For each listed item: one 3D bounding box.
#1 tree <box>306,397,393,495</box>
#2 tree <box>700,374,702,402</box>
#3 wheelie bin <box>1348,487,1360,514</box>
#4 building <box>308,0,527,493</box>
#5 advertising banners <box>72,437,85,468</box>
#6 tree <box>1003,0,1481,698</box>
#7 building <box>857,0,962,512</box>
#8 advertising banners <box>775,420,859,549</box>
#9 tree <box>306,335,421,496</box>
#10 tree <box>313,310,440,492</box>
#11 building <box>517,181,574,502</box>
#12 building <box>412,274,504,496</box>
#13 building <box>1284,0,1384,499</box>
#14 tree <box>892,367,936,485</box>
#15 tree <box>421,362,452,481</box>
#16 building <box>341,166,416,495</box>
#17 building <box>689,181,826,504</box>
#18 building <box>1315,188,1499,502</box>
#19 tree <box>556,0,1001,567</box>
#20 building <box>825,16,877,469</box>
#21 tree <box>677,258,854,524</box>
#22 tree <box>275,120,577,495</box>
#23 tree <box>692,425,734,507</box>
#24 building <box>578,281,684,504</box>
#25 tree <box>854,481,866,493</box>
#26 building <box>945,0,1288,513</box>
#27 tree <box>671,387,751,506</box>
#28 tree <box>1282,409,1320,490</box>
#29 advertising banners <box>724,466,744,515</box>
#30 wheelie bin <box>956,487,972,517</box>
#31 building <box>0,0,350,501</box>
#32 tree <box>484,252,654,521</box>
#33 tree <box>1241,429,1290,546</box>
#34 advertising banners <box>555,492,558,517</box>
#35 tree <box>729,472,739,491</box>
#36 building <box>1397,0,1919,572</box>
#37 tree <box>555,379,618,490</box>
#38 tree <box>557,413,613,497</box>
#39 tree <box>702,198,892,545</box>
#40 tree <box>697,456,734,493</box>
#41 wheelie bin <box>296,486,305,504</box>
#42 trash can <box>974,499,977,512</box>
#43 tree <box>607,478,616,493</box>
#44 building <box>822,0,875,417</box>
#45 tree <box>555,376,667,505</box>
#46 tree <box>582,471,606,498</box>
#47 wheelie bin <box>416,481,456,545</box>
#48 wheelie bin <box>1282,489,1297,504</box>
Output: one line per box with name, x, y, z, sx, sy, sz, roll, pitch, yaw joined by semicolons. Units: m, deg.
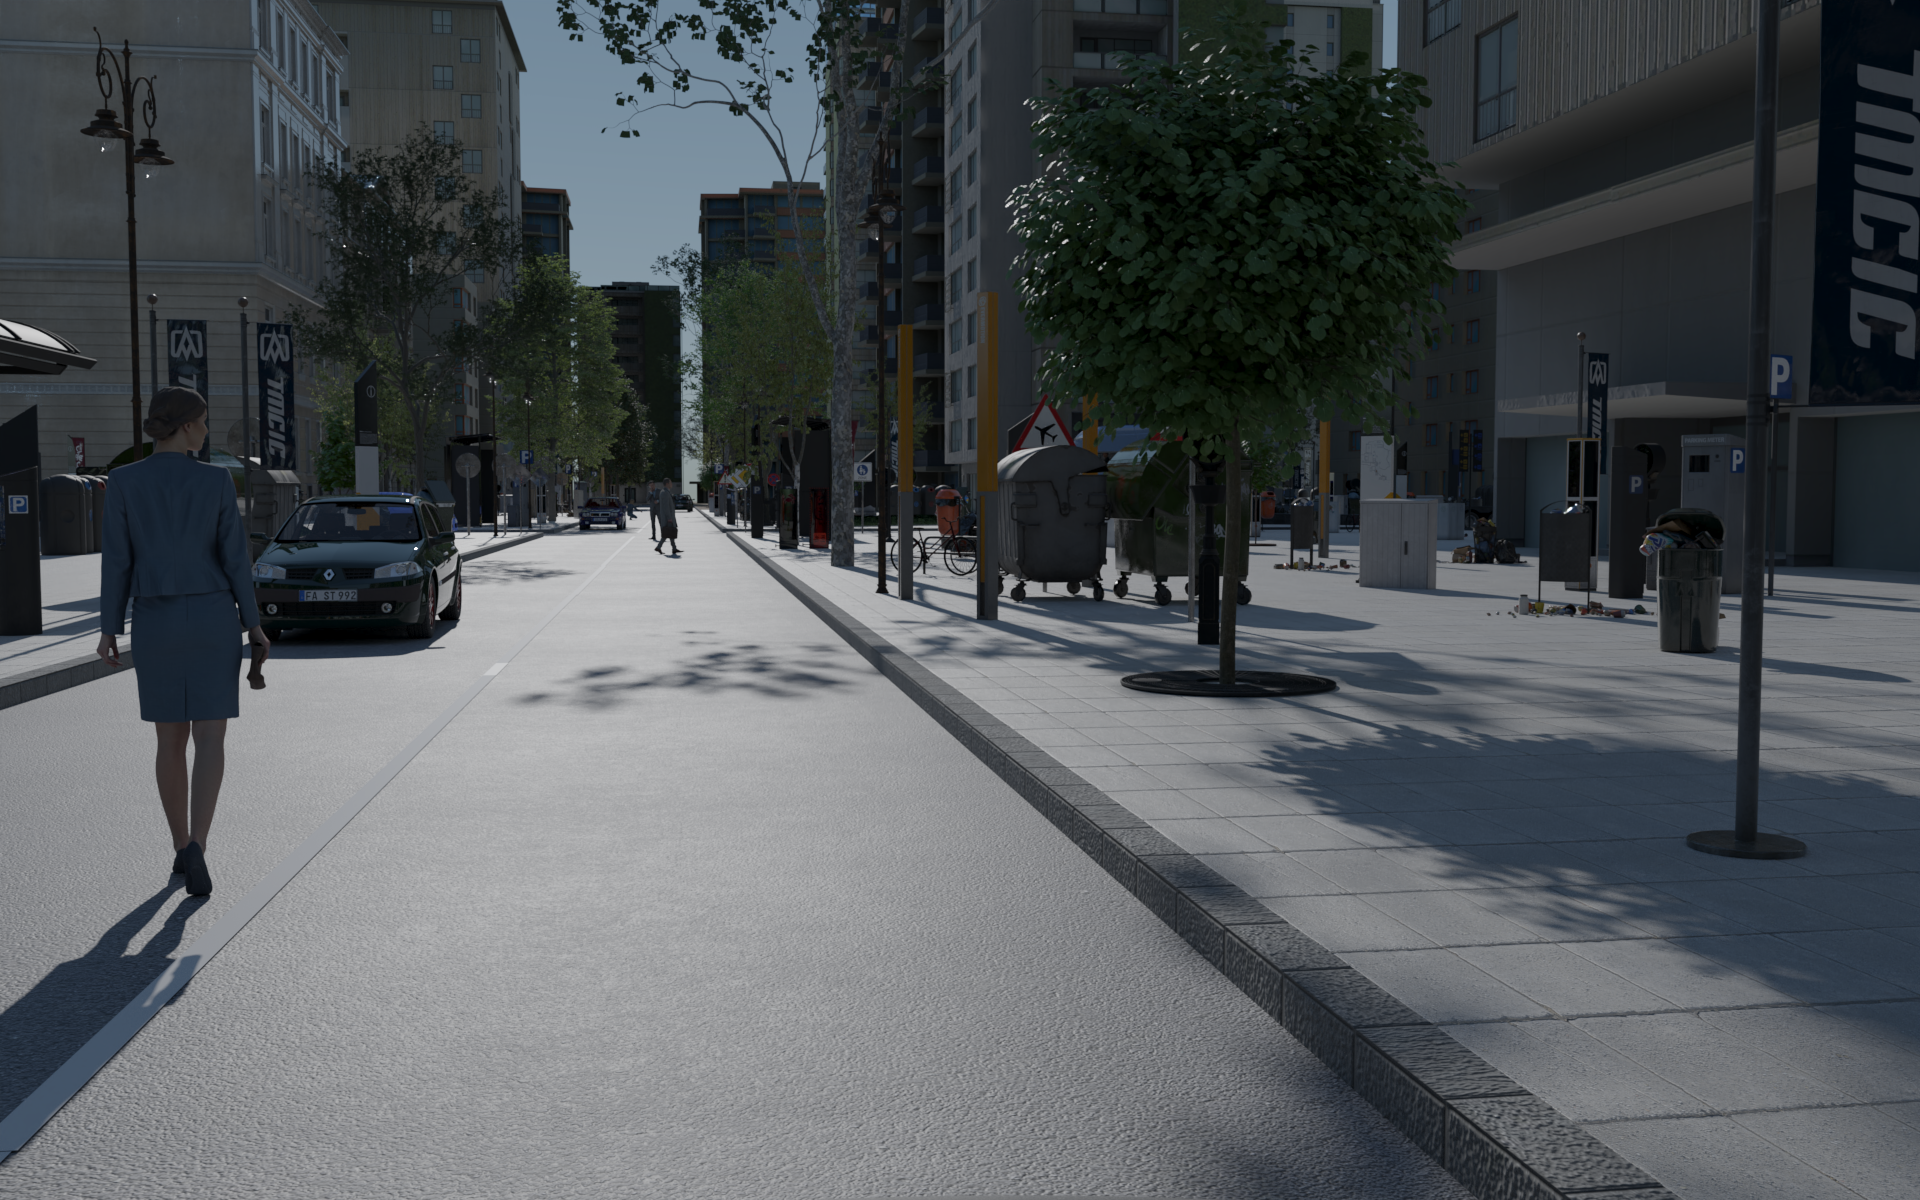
tree;-12.391;-2.442;34.535;1.663;3.219;1.824;0;3;0
tree;-11.123;-8.360;87.054;4.737;8.622;4.395;0;3;0
wheelie bin;17.183;-4.107;75.052;0.693;1.594;0.980;1;4;16
building;-60.988;-36.381;184.065;27.495;52.752;28.713;-1;4;-9
advertising banners;-26.912;-3.540;54.064;0.090;3.025;2.074;1;4;15
tree;1.755;-1.694;11.410;4.285;4.588;4.351;0;3;0
building;4.548;-28.383;118.693;22.147;44.769;28.867;-1;4;-9
advertising banners;-3.339;-2.717;40.610;2.074;3.025;0.090;-2;4;-24
tree;-27.217;-7.852;78.743;4.360;8.622;3.978;0;3;0
tree;-21.843;-6.989;64.634;4.737;8.622;4.395;0;3;0
building;-67.971;-35.653;237.548;28.867;44.769;22.147;-1;4;-9
building;-54.908;-18.567;148.616;27.650;21.520;28.899;-1;4;-9
building;32.193;-40.360;201.884;28.212;58.520;21.231;-1;4;-9
tree;-3.451;-8.537;89.936;4.737;8.622;4.395;0;3;0
tree;-28.566;-8.578;90.610;4.360;8.622;3.978;0;3;0
building;-41.916;-17.672;108.018;14.460;24.649;34.723;-1;4;-9
building;-23.906;-36.123;245.232;28.867;44.769;22.147;-1;4;-9
building;38.669;-15.372;96.378;28.899;21.520;27.650;-1;4;-9
tree;-1.461;-10.745;31.570;12.611;20.169;13.585;0;3;0
building;-4.258;-28.727;153.275;14.154;41.232;14.086;-1;4;-9
tree;-8.464;-9.169;75.668;9.928;11.665;9.643;0;3;0
tree;-13.099;-6.613;42.541;8.767;10.594;7.601;1;4;16
tree;-25.388;-13.797;175.948;4.360;8.622;3.978;0;3;0
building;-45.366;-28.565;238.742;14.107;30.474;14.160;-1;4;-9
tree;-6.315;-6.588;102.307;1.663;3.219;1.824;0;3;0
building;7.081;-24.554;85.058;14.086;41.232;14.154;-1;4;-9
tree;-27.529;-17.250;192.402;12.009;13.543;11.850;0;3;0
tree;17.218;-8.653;91.835;4.360;8.622;3.978;0;3;0
advertising banners;-14.049;-6.829;107.840;0.090;3.025;2.074;2;4;30
wheelie bin;0.083;-4.166;76.026;0.980;1.594;0.693;3;5;40
building;-37.068;-18.037;80.815;13.634;28.700;20.117;-1;4;-9
tree;-19.046;-10.021;81.970;7.486;12.596;7.792;0;3;0
tree;7.462;-2.950;42.830;1.663;3.219;1.824;0;3;0
advertising banners;-22.841;-6.151;96.750;0.090;3.025;2.074;0;4;6
tree;-17.740;-8.428;132.394;1.663;3.219;1.824;0;3;0
building;25.730;-26.949;29.858;28.713;52.752;27.495;-1;4;-9
tree;-23.323;-9.533;106.229;4.360;8.622;3.978;0;3;0
tree;-25.904;-10.402;120.438;4.737;8.622;4.395;0;3;0
tree;-4.202;-5.707;43.667;4.737;8.622;4.395;0;3;0
tree;-20.751;-10.114;149.076;4.285;4.588;4.351;0;3;0
wheelie bin;-25.046;-3.500;65.136;0.980;1.594;0.693;3;5;43
trash can;0.795;-2.653;55.026;0.748;1.137;0.748;0;3;0
tree;-36.065;-11.369;180.485;1.663;3.219;1.824;0;3;0
building;-6.242;-53.623;189.401;22.319;86.520;31.000;-1;4;-9
tree;-32.553;-14.918;160.922;9.611;12.733;9.660;0;3;0
tree;-28.026;-8.294;130.203;1.663;3.219;1.824;0;3;0
wheelie bin;-12.277;-1.990;40.451;0.693;1.594;0.980;2;4;28
wheelie bin;20.499;-6.099;107.626;0.980;1.594;0.693;2;4;27
